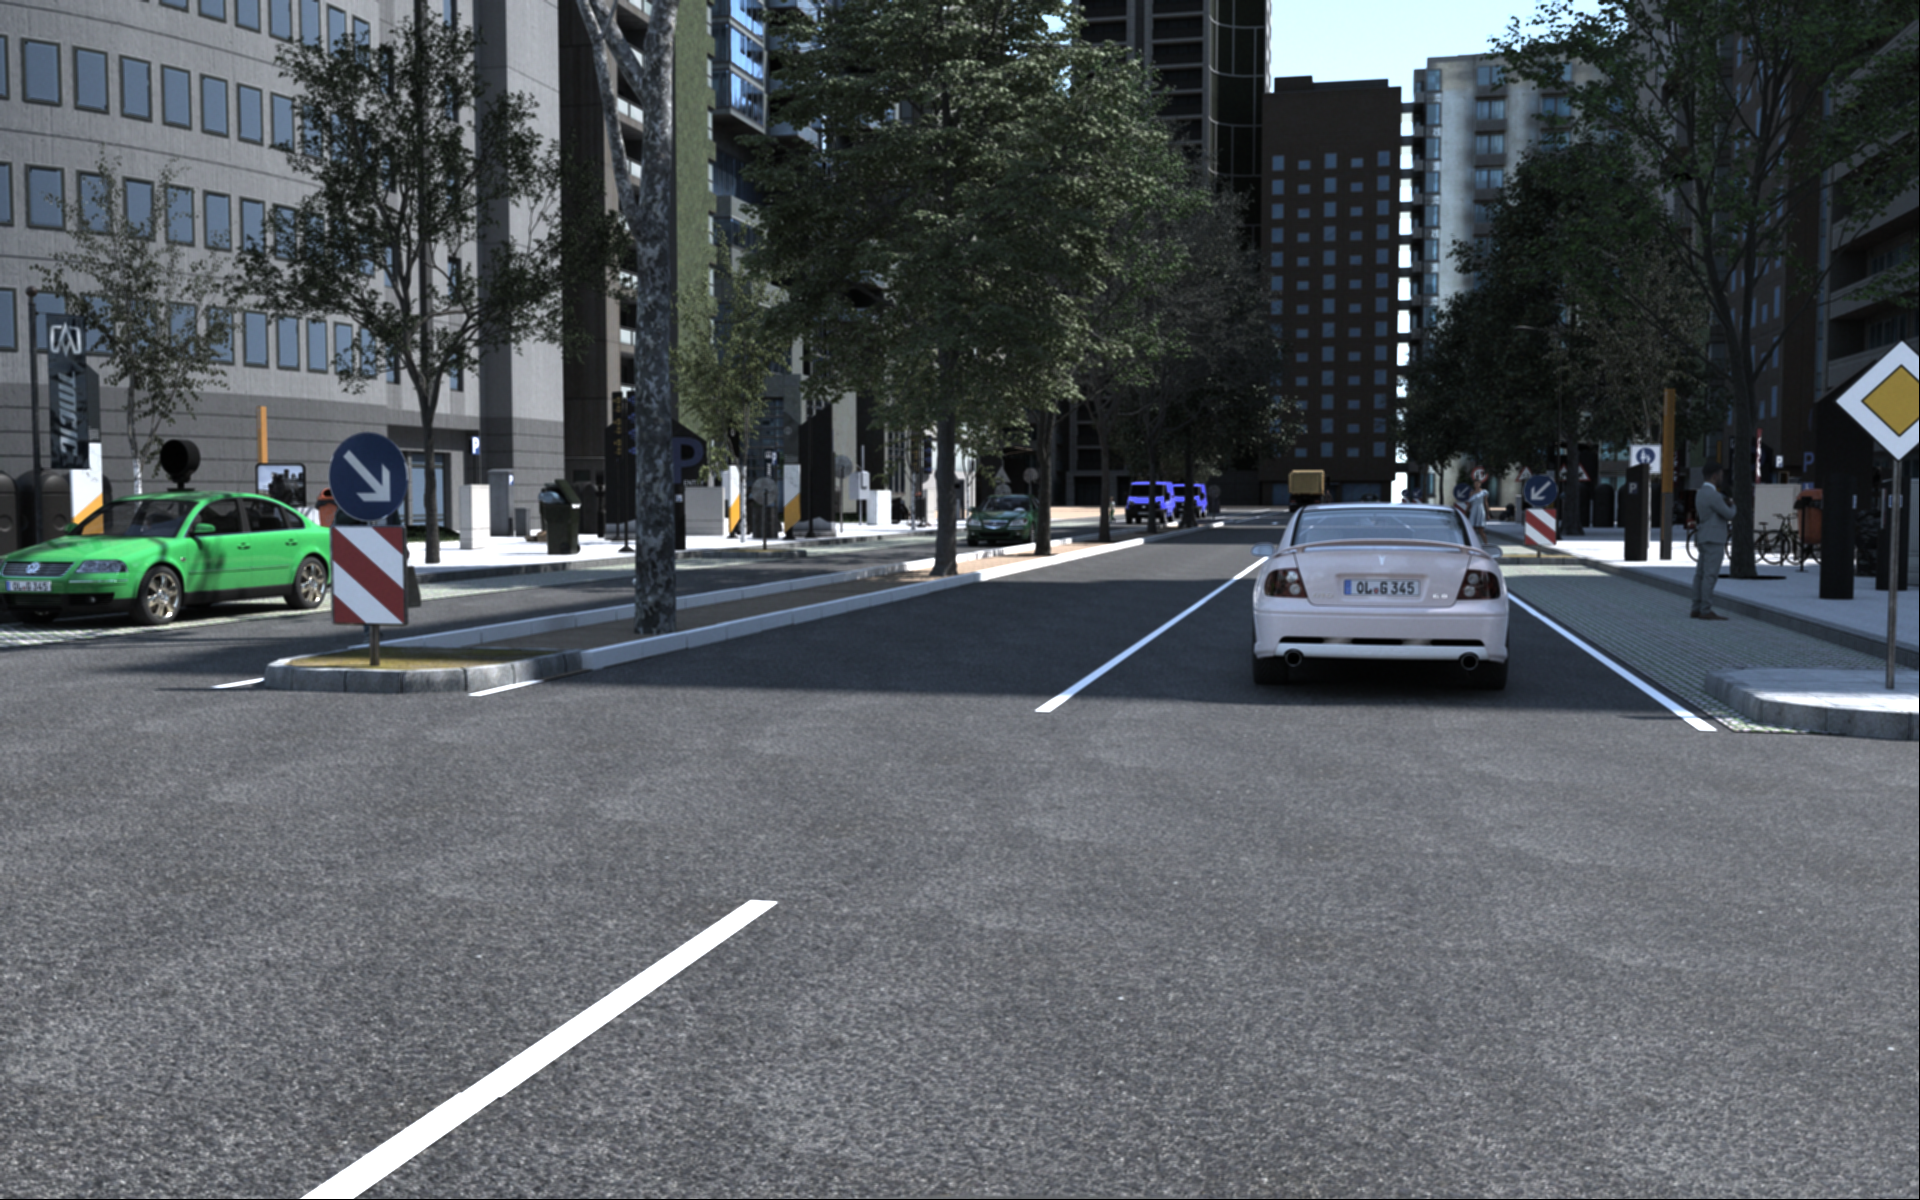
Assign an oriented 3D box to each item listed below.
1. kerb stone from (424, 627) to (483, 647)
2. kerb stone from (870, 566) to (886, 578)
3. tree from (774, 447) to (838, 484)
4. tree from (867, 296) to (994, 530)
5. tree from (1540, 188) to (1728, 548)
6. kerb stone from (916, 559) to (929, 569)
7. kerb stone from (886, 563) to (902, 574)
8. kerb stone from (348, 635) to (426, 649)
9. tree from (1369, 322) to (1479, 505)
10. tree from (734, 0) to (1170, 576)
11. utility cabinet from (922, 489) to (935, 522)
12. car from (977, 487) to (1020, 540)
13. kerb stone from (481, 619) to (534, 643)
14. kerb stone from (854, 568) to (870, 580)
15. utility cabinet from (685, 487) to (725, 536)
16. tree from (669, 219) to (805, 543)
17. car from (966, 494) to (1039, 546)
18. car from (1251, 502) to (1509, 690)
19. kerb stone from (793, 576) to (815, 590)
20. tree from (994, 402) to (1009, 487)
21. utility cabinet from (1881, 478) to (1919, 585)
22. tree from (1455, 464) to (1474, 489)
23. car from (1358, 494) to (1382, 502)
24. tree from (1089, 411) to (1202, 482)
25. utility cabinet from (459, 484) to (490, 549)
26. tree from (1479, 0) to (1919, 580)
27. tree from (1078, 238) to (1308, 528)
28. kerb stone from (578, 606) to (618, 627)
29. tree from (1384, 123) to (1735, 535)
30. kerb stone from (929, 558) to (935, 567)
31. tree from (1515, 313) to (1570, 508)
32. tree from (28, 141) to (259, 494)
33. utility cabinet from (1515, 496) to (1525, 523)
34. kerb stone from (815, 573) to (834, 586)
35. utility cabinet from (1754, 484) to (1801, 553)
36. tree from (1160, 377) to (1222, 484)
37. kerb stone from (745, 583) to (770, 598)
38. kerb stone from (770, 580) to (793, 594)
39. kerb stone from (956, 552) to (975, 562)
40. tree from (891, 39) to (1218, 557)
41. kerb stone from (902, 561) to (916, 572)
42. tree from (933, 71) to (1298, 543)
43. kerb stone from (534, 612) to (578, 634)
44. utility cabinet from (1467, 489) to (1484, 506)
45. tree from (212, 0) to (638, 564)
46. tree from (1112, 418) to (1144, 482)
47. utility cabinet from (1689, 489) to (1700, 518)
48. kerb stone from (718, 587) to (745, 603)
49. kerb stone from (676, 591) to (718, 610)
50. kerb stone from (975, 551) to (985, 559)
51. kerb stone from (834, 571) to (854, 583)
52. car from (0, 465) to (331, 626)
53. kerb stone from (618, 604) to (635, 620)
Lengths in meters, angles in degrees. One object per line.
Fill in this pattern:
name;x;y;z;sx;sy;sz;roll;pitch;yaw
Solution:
kerb stone;-4.742;0.379;16.041;0.120;0.150;1.000;1;4;13
kerb stone;-1.513;-0.481;30.052;0.120;0.150;1.000;1;4;13
tree;-7.975;-6.501;90.009;4.285;4.588;4.351;0;3;0
tree;-1.647;-6.833;62.078;4.737;8.622;4.395;0;3;0
tree;16.033;-5.529;40.769;4.360;8.622;3.978;0;3;0
kerb stone;-0.816;-0.660;33.043;0.120;0.150;1.000;1;4;13
kerb stone;-1.277;-0.541;31.047;0.120;0.150;1.000;1;4;13
kerb stone;-4.974;0.440;15.031;0.120;0.150;1.000;1;4;13
tree;34.278;-13.032;123.441;12.009;13.543;11.850;0;3;0
tree;-0.264;-6.715;30.382;7.486;12.596;7.792;0;3;0
utility cabinet;-1.460;-4.256;78.271;0.318;1.500;1.173;1;4;16
car;1.611;-2.743;54.640;2.009;1.686;4.222;1;4;12
kerb stone;-4.510;0.315;17.048;0.120;0.150;1.000;1;4;13
kerb stone;-1.743;-0.414;29.051;0.120;0.150;1.000;1;4;13
utility cabinet;-7.757;-2.691;52.679;1.173;1.500;0.318;0;4;4
tree;-5.921;-5.812;45.389;4.737;8.622;4.395;0;3;0
car;1.410;-2.277;49.029;2.131;1.459;4.920;1;4;12
car;3.408;-0.113;14.211;2.083;1.381;4.827;1;4;12
kerb stone;-2.427;-0.235;26.041;0.120;0.150;1.000;1;4;13
tree;0.352;-7.648;75.403;4.737;8.622;4.395;0;3;0
utility cabinet;13.478;-0.946;24.139;0.318;1.500;1.173;-2;4;-31
tree;31.538;-6.977;108.675;1.663;3.219;1.824;0;3;0
car;35.336;-8.531;149.270;2.009;1.686;4.222;1;4;13
tree;14.557;-12.258;134.833;8.767;10.594;7.601;-1;4;-11
utility cabinet;-11.285;-1.931;40.246;0.318;1.500;1.173;0;4;5
tree;11.858;-6.139;26.130;9.928;11.665;9.643;0;3;0
tree;9.647;-9.366;72.602;9.611;12.733;9.660;0;3;0
kerb stone;-4.049;0.196;19.044;0.120;0.150;1.000;1;4;13
tree;19.167;-8.373;53.906;9.611;12.733;9.660;0;3;0
kerb stone;-0.580;-0.725;34.047;0.120;0.150;1.000;1;4;13
tree;22.020;-7.113;66.661;4.737;8.622;4.395;0;3;0
tree;-17.513;-5.315;37.271;4.360;8.622;3.978;0;3;0
utility cabinet;24.807;-3.944;75.640;1.020;1.237;0.306;1;4;13
kerb stone;-2.209;-0.296;27.044;0.120;0.150;1.000;1;4;13
utility cabinet;17.874;-1.780;37.789;0.318;1.500;1.173;-1;4;-16
tree;21.845;-15.754;164.236;9.857;13.997;8.962;0;3;0
kerb stone;-2.890;-0.109;24.046;0.120;0.150;1.000;1;4;13
kerb stone;-2.666;-0.174;25.043;0.120;0.150;1.000;1;4;13
kerb stone;0.109;-0.908;37.051;0.120;0.150;1.000;1;4;13
tree;1.994;-6.805;39.479;9.928;11.665;9.643;0;3;0
kerb stone;-1.053;-0.601;32.047;0.120;0.150;1.000;1;4;13
tree;4.238;-8.405;50.242;12.009;13.543;11.850;0;3;0
kerb stone;-4.287;0.254;18.045;0.120;0.150;1.000;1;4;13
utility cabinet;24.350;-4.470;81.761;0.318;1.500;1.173;3;5;44
tree;-9.677;-5.971;32.039;8.767;10.594;7.601;0;4;7
tree;12.691;-10.632;124.198;4.360;8.622;3.978;0;3;0
utility cabinet;33.606;-4.261;78.343;1.173;1.500;0.318;2;4;26
kerb stone;-3.131;-0.050;23.053;0.120;0.150;1.000;1;4;13
kerb stone;-3.355;0.013;22.051;0.120;0.150;1.000;1;4;13
kerb stone;0.332;-0.970;38.048;0.120;0.150;1.000;1;4;13
kerb stone;-1.962;-0.358;28.047;0.120;0.150;1.000;1;4;13
car;-9.157;-0.701;20.255;1.959;1.807;4.718;1;4;13
kerb stone;-3.816;0.134;20.052;0.120;0.150;1.000;1;4;13
